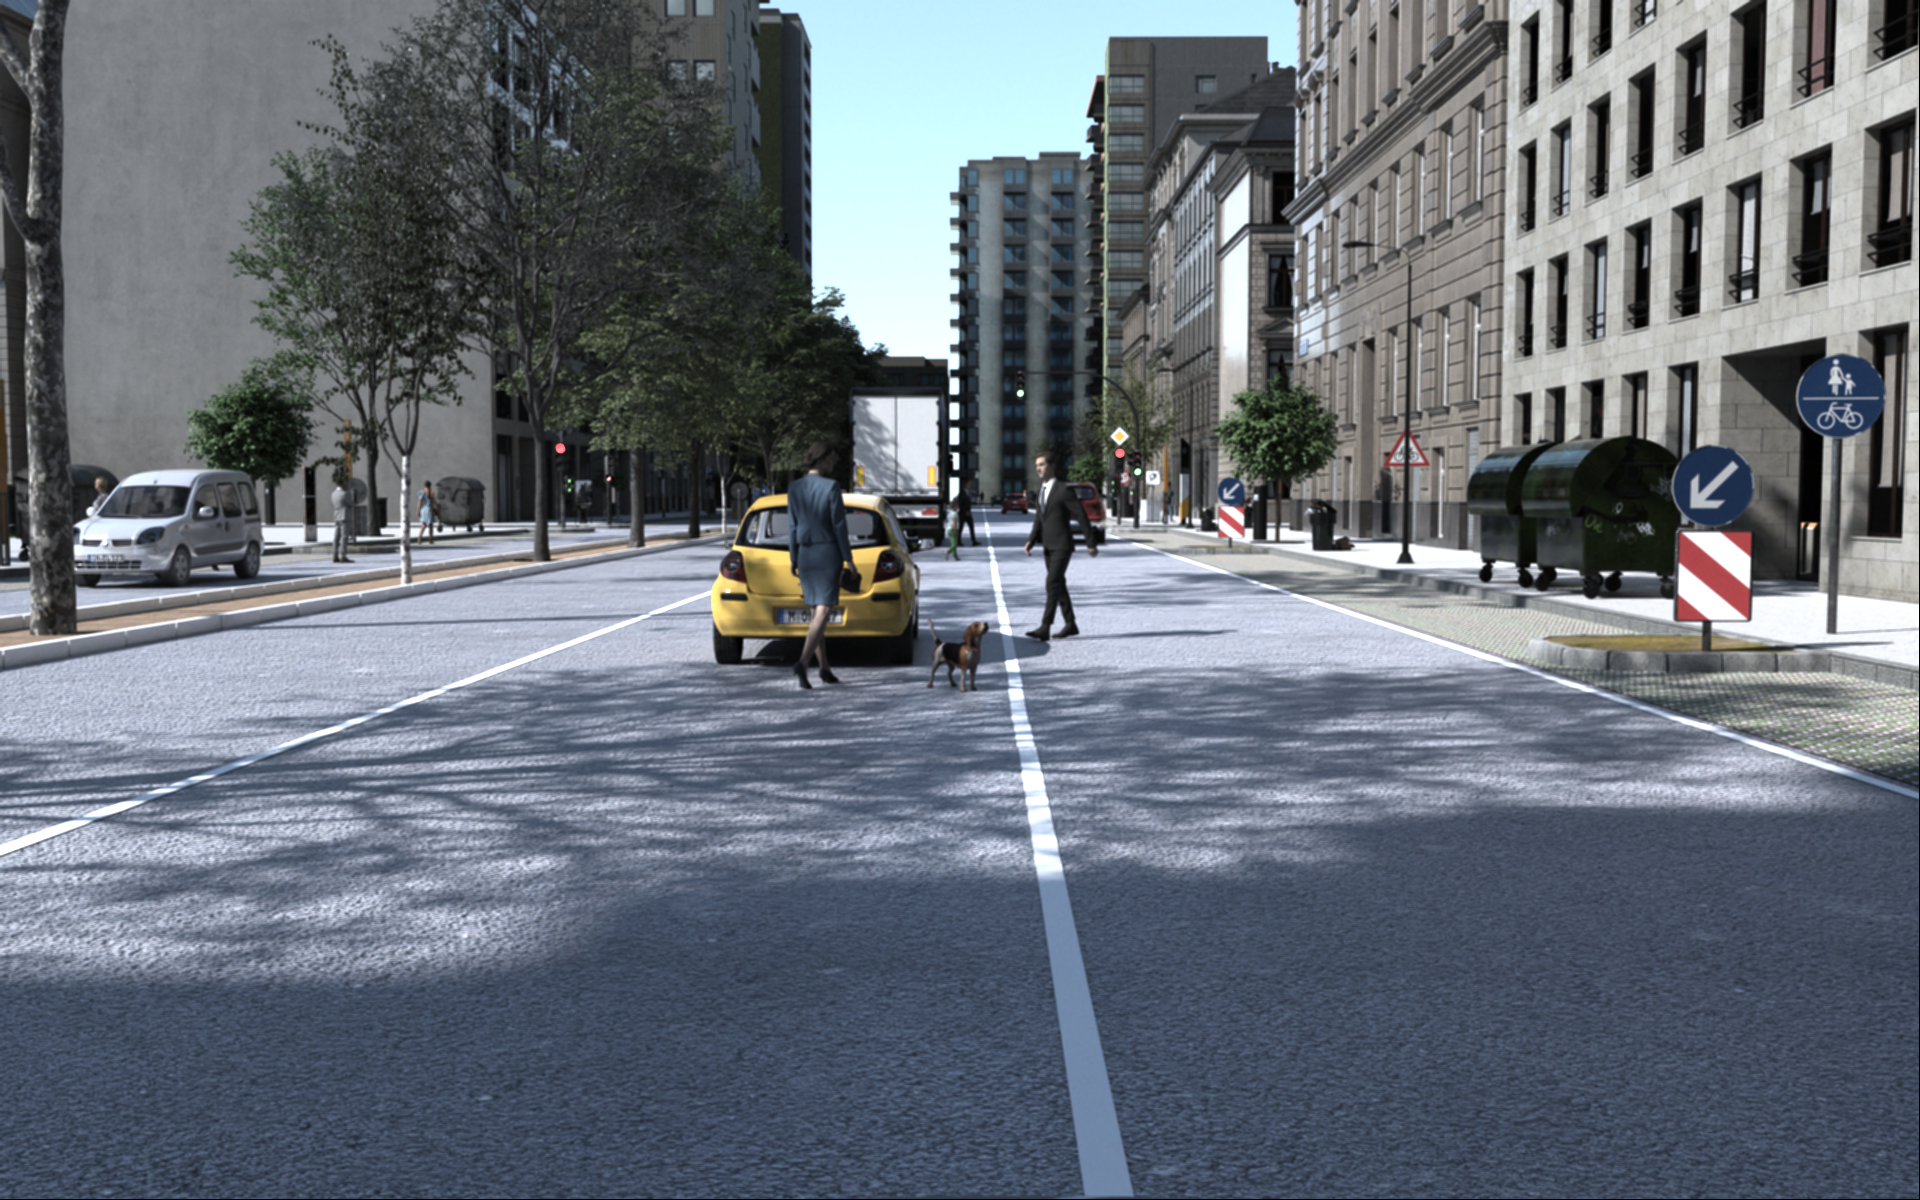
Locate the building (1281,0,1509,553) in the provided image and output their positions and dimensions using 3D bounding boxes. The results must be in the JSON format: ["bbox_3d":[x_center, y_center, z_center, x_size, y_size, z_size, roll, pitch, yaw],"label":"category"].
[{"bbox_3d":[17.136,-15.348,48.206,12.463,27.353,25.104,0,4,1],"label":"building"}]

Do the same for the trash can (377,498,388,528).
[{"bbox_3d":[-21.937,-3.282,65.320,0.748,1.137,0.748,0,3,0],"label":"trash can"}]

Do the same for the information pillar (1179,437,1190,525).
[{"bbox_3d":[9.312,-4.903,71.523,0.504,3.616,0.183,-2,4,-25],"label":"information pillar"}]

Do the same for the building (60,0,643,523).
[{"bbox_3d":[-29.944,-17.619,92.593,19.350,26.468,34.151,0,4,1],"label":"building"}]

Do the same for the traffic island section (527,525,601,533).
[{"bbox_3d":[-14.855,-2.600,64.797,2.009,0.180,2.903,0,4,1],"label":"traffic island section"}]

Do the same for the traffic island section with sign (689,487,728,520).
[{"bbox_3d":[-14.126,-5.428,97.379,1.989,1.847,2.006,0,4,1],"label":"traffic island section with sign"}]

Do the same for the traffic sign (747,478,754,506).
[{"bbox_3d":[-16.144,-8.214,134.299,0.884,2.594,0.081,1,4,9],"label":"traffic sign"}]

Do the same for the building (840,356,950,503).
[{"bbox_3d":[-16.135,-24.660,248.234,28.899,21.520,27.650,0,4,1],"label":"building"}]

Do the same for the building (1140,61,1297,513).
[{"bbox_3d":[19.827,-20.043,115.099,14.401,28.519,23.554,0,4,1],"label":"building"}]

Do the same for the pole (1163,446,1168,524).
[{"bbox_3d":[8.690,-4.848,73.110,0.158,3.312,0.155,0,3,0],"label":"pole"}]

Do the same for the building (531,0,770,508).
[{"bbox_3d":[-33.238,-34.976,161.096,28.713,52.752,27.495,0,4,1],"label":"building"}]

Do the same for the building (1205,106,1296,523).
[{"bbox_3d":[21.606,-13.186,80.211,19.286,19.102,10.561,0,4,1],"label":"building"}]

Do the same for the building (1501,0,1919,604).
[{"bbox_3d":[16.456,-10.565,27.484,10.420,20.320,16.860,0,4,1],"label":"building"}]

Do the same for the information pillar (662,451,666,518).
[{"bbox_3d":[-16.197,-6.309,94.513,0.183,3.616,0.504,0,4,0],"label":"information pillar"}]

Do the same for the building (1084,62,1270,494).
[{"bbox_3d":[24.372,-32.137,180.067,22.147,44.769,28.867,0,4,1],"label":"building"}]

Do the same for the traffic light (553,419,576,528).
[{"bbox_3d":[-14.815,-4.633,64.662,0.839,4.253,0.868,0,4,1],"label":"traffic light"}]

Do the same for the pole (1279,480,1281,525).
[{"bbox_3d":[13.186,-4.757,71.614,0.158,3.312,0.155,0,3,0],"label":"pole"}]

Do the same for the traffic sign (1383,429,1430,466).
[{"bbox_3d":[8.565,-2.035,33.277,0.884,2.594,0.081,0,4,7],"label":"traffic sign"}]

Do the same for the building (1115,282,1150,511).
[{"bbox_3d":[18.278,-16.678,137.310,10.561,19.102,19.286,0,4,1],"label":"building"}]

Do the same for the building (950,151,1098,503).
[{"bbox_3d":[13.845,-38.239,244.820,30.456,49.044,23.786,0,4,1],"label":"building"}]

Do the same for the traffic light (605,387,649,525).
[{"bbox_3d":[-12.625,-5.993,72.656,4.771,5.953,1.251,0,4,1],"label":"traffic light"}]

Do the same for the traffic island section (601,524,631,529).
[{"bbox_3d":[-14.758,-3.089,72.782,2.009,0.180,2.903,0,4,1],"label":"traffic island section"}]

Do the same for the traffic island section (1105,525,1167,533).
[{"bbox_3d":[6.585,-2.584,64.533,2.009,0.180,2.903,0,4,1],"label":"traffic island section"}]

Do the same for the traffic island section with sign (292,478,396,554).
[{"bbox_3d":[-14.814,-2.035,41.902,1.989,1.847,2.006,0,4,1],"label":"traffic island section with sign"}]

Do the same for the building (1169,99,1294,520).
[{"bbox_3d":[17.176,-14.984,94.144,9.793,20.994,18.267,0,4,1],"label":"building"}]

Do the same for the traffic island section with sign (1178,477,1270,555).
[{"bbox_3d":[6.314,-2.024,41.727,1.989,1.847,2.006,0,4,1],"label":"traffic island section with sign"}]

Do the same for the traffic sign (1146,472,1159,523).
[{"bbox_3d":[8.588,-4.589,77.164,0.606,2.300,0.079,0,4,7],"label":"traffic sign"}]

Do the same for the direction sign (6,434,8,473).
[{"bbox_3d":[-36.193,-4.467,65.029,0.876,3.537,0.379,0,4,-3],"label":"direction sign"}]

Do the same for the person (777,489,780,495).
[{"bbox_3d":[-16.366,-9.115,155.797,0.721,1.735,1.217,0,4,2],"label":"person"}]

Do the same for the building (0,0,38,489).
[{"bbox_3d":[-53.911,-17.389,81.569,25.104,27.353,12.463,0,4,1],"label":"building"}]

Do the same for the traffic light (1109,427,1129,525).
[{"bbox_3d":[6.642,-5.106,72.404,0.839,4.253,0.868,0,4,1],"label":"traffic light"}]

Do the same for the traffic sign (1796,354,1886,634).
[{"bbox_3d":[8.008,-0.962,15.836,0.768,2.556,0.104,0,4,8],"label":"traffic sign"}]

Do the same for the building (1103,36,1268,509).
[{"bbox_3d":[20.075,-29.064,158.789,14.154,41.232,14.086,0,4,1],"label":"building"}]

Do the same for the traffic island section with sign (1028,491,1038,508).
[{"bbox_3d":[8.245,-11.779,201.218,1.989,1.847,2.006,0,4,1],"label":"traffic island section with sign"}]

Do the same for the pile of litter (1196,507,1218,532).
[{"bbox_3d":[8.680,-2.778,59.386,1.176,0.858,1.719,0,4,8],"label":"pile of litter"}]

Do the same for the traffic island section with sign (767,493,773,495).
[{"bbox_3d":[-13.803,-7.094,124.619,1.989,1.847,2.006,0,4,1],"label":"traffic island section with sign"}]

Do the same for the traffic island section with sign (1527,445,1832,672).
[{"bbox_3d":[5.985,-0.376,14.774,1.989,1.847,2.006,0,4,1],"label":"traffic island section with sign"}]

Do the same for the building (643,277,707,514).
[{"bbox_3d":[-25.538,-19.883,122.351,12.463,27.353,25.104,0,4,1],"label":"building"}]

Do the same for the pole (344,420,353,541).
[{"bbox_3d":[-16.795,-3.286,47.577,0.158,3.312,0.155,0,3,0],"label":"pole"}]

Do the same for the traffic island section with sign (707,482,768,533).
[{"bbox_3d":[-8.361,-3.475,64.953,2.006,1.907,1.989,0,4,1],"label":"traffic island section with sign"}]

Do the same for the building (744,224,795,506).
[{"bbox_3d":[-25.236,-25.157,183.013,14.160,30.474,14.107,0,4,1],"label":"building"}]

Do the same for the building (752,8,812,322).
[{"bbox_3d":[-32.356,-40.858,210.020,28.212,58.520,21.231,0,4,1],"label":"building"}]

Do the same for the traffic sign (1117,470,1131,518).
[{"bbox_3d":[8.731,-5.648,92.453,0.768,2.556,0.104,1,4,9],"label":"traffic sign"}]

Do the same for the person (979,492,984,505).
[{"bbox_3d":[2.737,-13.123,223.507,0.683,1.767,0.568,-3,4,-37],"label":"person"}]

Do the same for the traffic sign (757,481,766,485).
[{"bbox_3d":[-16.029,-8.531,139.587,0.768,2.556,0.104,0,4,6],"label":"traffic sign"}]

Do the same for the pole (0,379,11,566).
[{"bbox_3d":[-17.084,-2.264,30.856,0.158,3.312,0.155,0,3,0],"label":"pole"}]

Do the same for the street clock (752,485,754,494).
[{"bbox_3d":[-15.583,-7.754,131.350,0.358,2.002,0.471,-1,4,-9],"label":"street clock"}]

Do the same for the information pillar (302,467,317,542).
[{"bbox_3d":[-17.452,-2.568,46.482,0.304,2.012,0.304,-2,4,-28],"label":"information pillar"}]

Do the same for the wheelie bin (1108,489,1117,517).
[{"bbox_3d":[8.876,-5.513,98.050,0.980,1.594,0.693,0,4,-4],"label":"wheelie bin"}]

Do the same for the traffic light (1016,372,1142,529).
[{"bbox_3d":[4.452,-5.482,64.304,4.771,5.953,1.251,0,4,1],"label":"traffic light"}]
